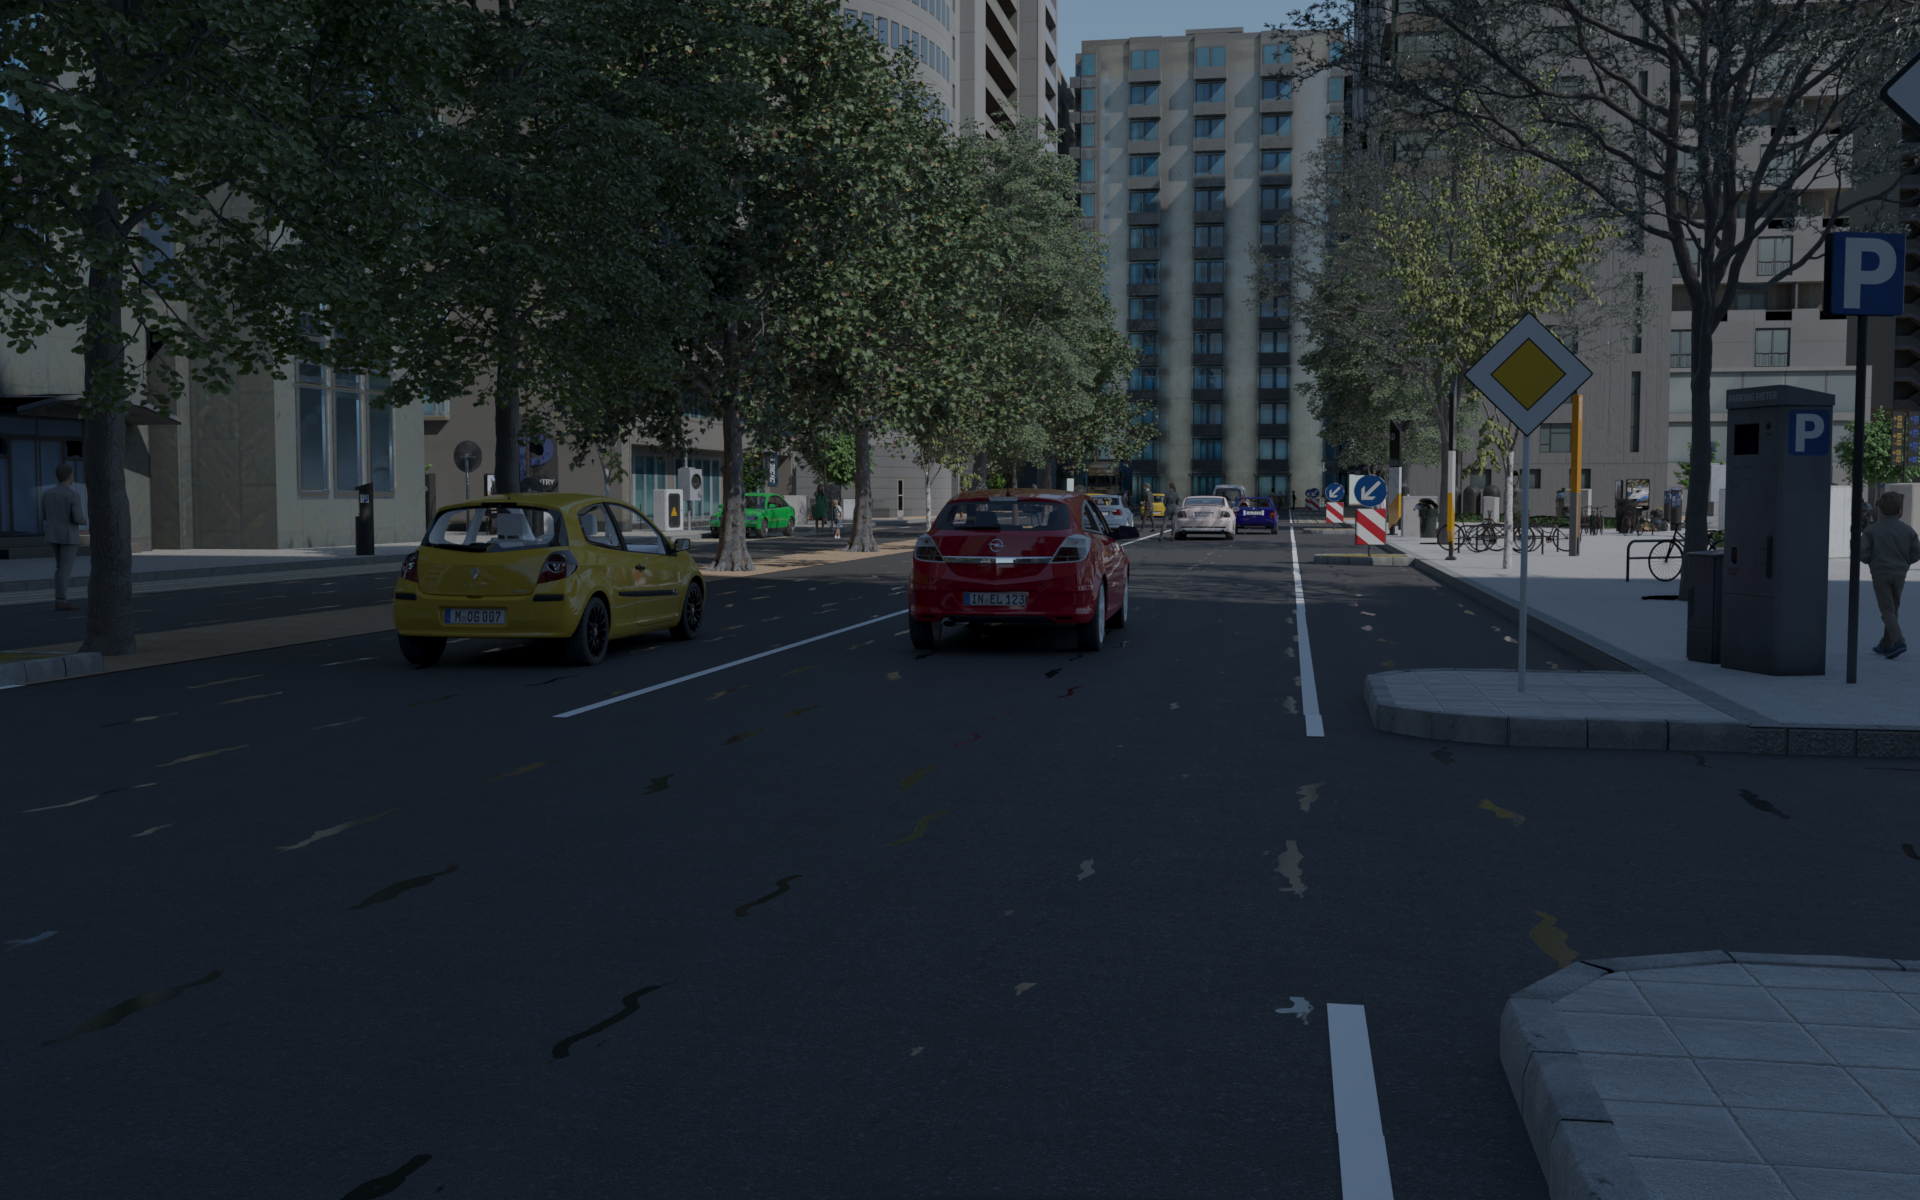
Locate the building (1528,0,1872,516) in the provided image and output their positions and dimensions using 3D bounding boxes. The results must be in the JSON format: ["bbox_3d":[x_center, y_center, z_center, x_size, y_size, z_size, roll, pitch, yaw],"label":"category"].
[{"bbox_3d":[41.215,-32.115,114.323,28.713,52.752,27.495,1,4,11],"label":"building"}]

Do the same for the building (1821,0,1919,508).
[{"bbox_3d":[72.287,-30.168,143.360,14.200,45.320,14.600,1,4,11],"label":"building"}]

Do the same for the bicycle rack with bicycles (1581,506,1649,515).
[{"bbox_3d":[20.158,-2.465,53.690,2.852,0.926,2.925,3,4,36],"label":"bicycle rack with bicycles"}]

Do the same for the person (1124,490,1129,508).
[{"bbox_3d":[11.398,-6.664,118.389,0.436,1.711,0.756,0,4,3],"label":"person"}]

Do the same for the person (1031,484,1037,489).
[{"bbox_3d":[2.824,-3.423,64.654,0.721,1.800,0.419,1,4,14],"label":"person"}]

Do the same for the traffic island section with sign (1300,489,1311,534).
[{"bbox_3d":[13.487,-3.322,62.947,1.989,1.847,2.006,1,4,11],"label":"traffic island section with sign"}]

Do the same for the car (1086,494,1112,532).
[{"bbox_3d":[5.043,-3.373,65.375,2.015,1.641,3.980,1,4,10],"label":"car"}]

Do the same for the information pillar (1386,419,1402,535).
[{"bbox_3d":[13.465,-3.808,53.622,0.183,3.616,0.504,-2,4,-27],"label":"information pillar"}]

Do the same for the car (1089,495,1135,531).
[{"bbox_3d":[5.014,-2.929,59.896,2.014,1.417,4.499,1,4,9],"label":"car"}]

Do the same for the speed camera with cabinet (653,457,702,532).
[{"bbox_3d":[-9.769,-4.014,59.965,0.660,3.252,2.038,2,4,29],"label":"speed camera with cabinet"}]

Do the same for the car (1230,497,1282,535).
[{"bbox_3d":[10.652,-3.065,62.698,1.945,1.354,3.894,1,4,10],"label":"car"}]

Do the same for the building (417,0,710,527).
[{"bbox_3d":[-19.848,-27.234,68.975,21.300,48.544,21.600,1,4,11],"label":"building"}]

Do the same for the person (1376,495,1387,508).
[{"bbox_3d":[20.986,-4.872,86.369,0.551,1.740,0.621,-1,4,-11],"label":"person"}]

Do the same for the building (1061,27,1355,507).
[{"bbox_3d":[26.400,-34.338,181.037,30.456,49.044,23.786,1,4,11],"label":"building"}]

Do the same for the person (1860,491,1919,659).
[{"bbox_3d":[7.285,-0.201,13.603,0.475,1.303,0.640,0,4,2],"label":"person"}]

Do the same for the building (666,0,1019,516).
[{"bbox_3d":[-7.763,-30.898,128.882,21.300,48.544,21.600,1,4,11],"label":"building"}]

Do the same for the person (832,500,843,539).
[{"bbox_3d":[-3.943,-2.604,55.761,0.352,1.250,0.332,0,4,1],"label":"person"}]

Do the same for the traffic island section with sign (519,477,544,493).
[{"bbox_3d":[-9.949,-1.873,39.248,1.989,1.847,2.006,1,4,11],"label":"traffic island section with sign"}]

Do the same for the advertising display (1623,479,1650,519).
[{"bbox_3d":[28.451,-4.130,72.731,0.974,1.923,0.123,0,4,-2],"label":"advertising display"}]

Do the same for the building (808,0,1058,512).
[{"bbox_3d":[-5.856,-37.416,153.748,28.212,58.520,21.231,1,4,11],"label":"building"}]

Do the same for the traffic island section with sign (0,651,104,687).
[{"bbox_3d":[-8.048,-0.303,13.087,2.006,1.907,1.989,1,4,11],"label":"traffic island section with sign"}]

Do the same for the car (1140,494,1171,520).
[{"bbox_3d":[10.915,-5.218,95.539,2.015,1.641,3.980,1,4,10],"label":"car"}]

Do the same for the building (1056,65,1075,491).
[{"bbox_3d":[0.587,-34.307,184.624,21.600,48.544,21.300,1,4,11],"label":"building"}]

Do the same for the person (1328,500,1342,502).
[{"bbox_3d":[27.631,-7.225,127.426,1.065,1.426,0.557,2,4,28],"label":"person"}]

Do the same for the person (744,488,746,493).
[{"bbox_3d":[-8.121,-3.513,63.580,0.694,1.812,0.767,-2,4,-33],"label":"person"}]

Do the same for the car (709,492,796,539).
[{"bbox_3d":[-6.787,-2.940,56.857,1.959,1.807,4.718,1,4,12],"label":"car"}]

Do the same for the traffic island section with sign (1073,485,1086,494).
[{"bbox_3d":[5.925,-4.819,86.920,2.006,1.907,1.989,1,4,11],"label":"traffic island section with sign"}]

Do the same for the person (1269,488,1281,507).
[{"bbox_3d":[19.774,-6.163,109.271,0.705,1.824,1.348,-2,4,-24],"label":"person"}]

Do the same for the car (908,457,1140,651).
[{"bbox_3d":[0.691,-0.512,17.413,2.155,1.783,4.494,1,4,10],"label":"car"}]

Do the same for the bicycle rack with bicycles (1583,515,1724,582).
[{"bbox_3d":[11.136,-0.701,24.836,2.925,0.926,2.852,-2,4,-24],"label":"bicycle rack with bicycles"}]

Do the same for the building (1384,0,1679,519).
[{"bbox_3d":[30.790,-19.825,95.840,14.160,30.474,14.107,1,4,11],"label":"building"}]

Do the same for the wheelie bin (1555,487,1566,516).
[{"bbox_3d":[28.594,-4.539,82.124,0.693,1.594,0.980,0,4,7],"label":"wheelie bin"}]

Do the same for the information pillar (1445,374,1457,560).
[{"bbox_3d":[9.502,-2.575,33.452,0.183,3.616,0.504,1,4,22],"label":"information pillar"}]

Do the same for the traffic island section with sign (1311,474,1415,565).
[{"bbox_3d":[8.361,-1.668,35.905,1.989,1.847,2.006,1,4,11],"label":"traffic island section with sign"}]

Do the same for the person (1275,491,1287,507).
[{"bbox_3d":[30.530,-9.517,164.833,1.217,1.736,0.721,-1,4,-20],"label":"person"}]

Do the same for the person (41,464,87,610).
[{"bbox_3d":[-11.046,-0.782,21.491,0.606,1.804,0.583,1,4,12],"label":"person"}]

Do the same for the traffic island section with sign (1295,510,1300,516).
[{"bbox_3d":[22.634,-6.274,111.200,1.989,1.847,2.006,1,4,11],"label":"traffic island section with sign"}]

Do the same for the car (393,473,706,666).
[{"bbox_3d":[-3.628,-0.353,15.990,2.015,1.641,3.980,1,4,10],"label":"car"}]

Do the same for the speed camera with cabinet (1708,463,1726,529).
[{"bbox_3d":[22.735,-3.488,51.366,0.660,3.252,2.038,-1,4,-9],"label":"speed camera with cabinet"}]

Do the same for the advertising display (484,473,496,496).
[{"bbox_3d":[-14.741,-3.023,54.634,0.123,1.923,0.974,1,4,10],"label":"advertising display"}]

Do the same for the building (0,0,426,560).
[{"bbox_3d":[-26.320,-43.916,30.693,22.319,86.520,31.000,1,4,11],"label":"building"}]

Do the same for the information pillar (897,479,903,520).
[{"bbox_3d":[-2.992,-5.046,86.990,0.304,2.012,0.304,0,4,-2],"label":"information pillar"}]

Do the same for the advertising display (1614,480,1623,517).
[{"bbox_3d":[29.779,-4.469,78.275,0.123,1.923,0.974,0,4,6],"label":"advertising display"}]

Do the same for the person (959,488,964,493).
[{"bbox_3d":[-0.031,-5.027,91.472,0.721,1.735,1.217,-1,4,-20],"label":"person"}]

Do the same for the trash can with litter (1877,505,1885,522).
[{"bbox_3d":[24.531,-2.105,45.467,1.678,1.210,2.233,-1,4,-17],"label":"trash can with litter"}]

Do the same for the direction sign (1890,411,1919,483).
[{"bbox_3d":[25.916,-3.398,47.552,0.876,3.537,0.379,-1,4,-14],"label":"direction sign"}]

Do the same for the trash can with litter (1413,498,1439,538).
[{"bbox_3d":[13.817,-2.410,50.785,1.055,1.170,0.624,-3,5,-43],"label":"trash can with litter"}]

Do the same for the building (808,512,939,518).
[{"bbox_3d":[-11.208,-34.359,103.771,21.231,58.520,28.212,1,4,11],"label":"building"}]

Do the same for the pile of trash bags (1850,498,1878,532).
[{"bbox_3d":[30.605,-2.876,56.775,1.912,1.369,3.447,0,4,6],"label":"pile of trash bags"}]

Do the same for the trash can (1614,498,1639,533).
[{"bbox_3d":[21.788,-2.752,56.641,0.748,1.137,0.748,0,3,0],"label":"trash can"}]

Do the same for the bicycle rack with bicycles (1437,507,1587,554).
[{"bbox_3d":[11.959,-1.515,38.159,2.925,0.926,2.852,2,4,30],"label":"bicycle rack with bicycles"}]

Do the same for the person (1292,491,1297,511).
[{"bbox_3d":[28.904,-8.577,149.552,0.721,1.723,1.217,2,4,26],"label":"person"}]

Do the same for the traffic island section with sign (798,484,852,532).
[{"bbox_3d":[-4.944,-3.493,65.736,1.989,1.847,2.006,1,4,11],"label":"traffic island section with sign"}]

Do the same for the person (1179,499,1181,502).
[{"bbox_3d":[12.617,-5.810,103.584,1.348,1.812,0.705,2,4,26],"label":"person"}]

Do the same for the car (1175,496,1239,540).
[{"bbox_3d":[7.852,-2.630,55.357,2.083,1.381,4.827,1,4,10],"label":"car"}]

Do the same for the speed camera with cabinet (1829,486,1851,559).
[{"bbox_3d":[16.610,-2.423,33.949,2.038,3.252,0.660,-2,4,-30],"label":"speed camera with cabinet"}]
